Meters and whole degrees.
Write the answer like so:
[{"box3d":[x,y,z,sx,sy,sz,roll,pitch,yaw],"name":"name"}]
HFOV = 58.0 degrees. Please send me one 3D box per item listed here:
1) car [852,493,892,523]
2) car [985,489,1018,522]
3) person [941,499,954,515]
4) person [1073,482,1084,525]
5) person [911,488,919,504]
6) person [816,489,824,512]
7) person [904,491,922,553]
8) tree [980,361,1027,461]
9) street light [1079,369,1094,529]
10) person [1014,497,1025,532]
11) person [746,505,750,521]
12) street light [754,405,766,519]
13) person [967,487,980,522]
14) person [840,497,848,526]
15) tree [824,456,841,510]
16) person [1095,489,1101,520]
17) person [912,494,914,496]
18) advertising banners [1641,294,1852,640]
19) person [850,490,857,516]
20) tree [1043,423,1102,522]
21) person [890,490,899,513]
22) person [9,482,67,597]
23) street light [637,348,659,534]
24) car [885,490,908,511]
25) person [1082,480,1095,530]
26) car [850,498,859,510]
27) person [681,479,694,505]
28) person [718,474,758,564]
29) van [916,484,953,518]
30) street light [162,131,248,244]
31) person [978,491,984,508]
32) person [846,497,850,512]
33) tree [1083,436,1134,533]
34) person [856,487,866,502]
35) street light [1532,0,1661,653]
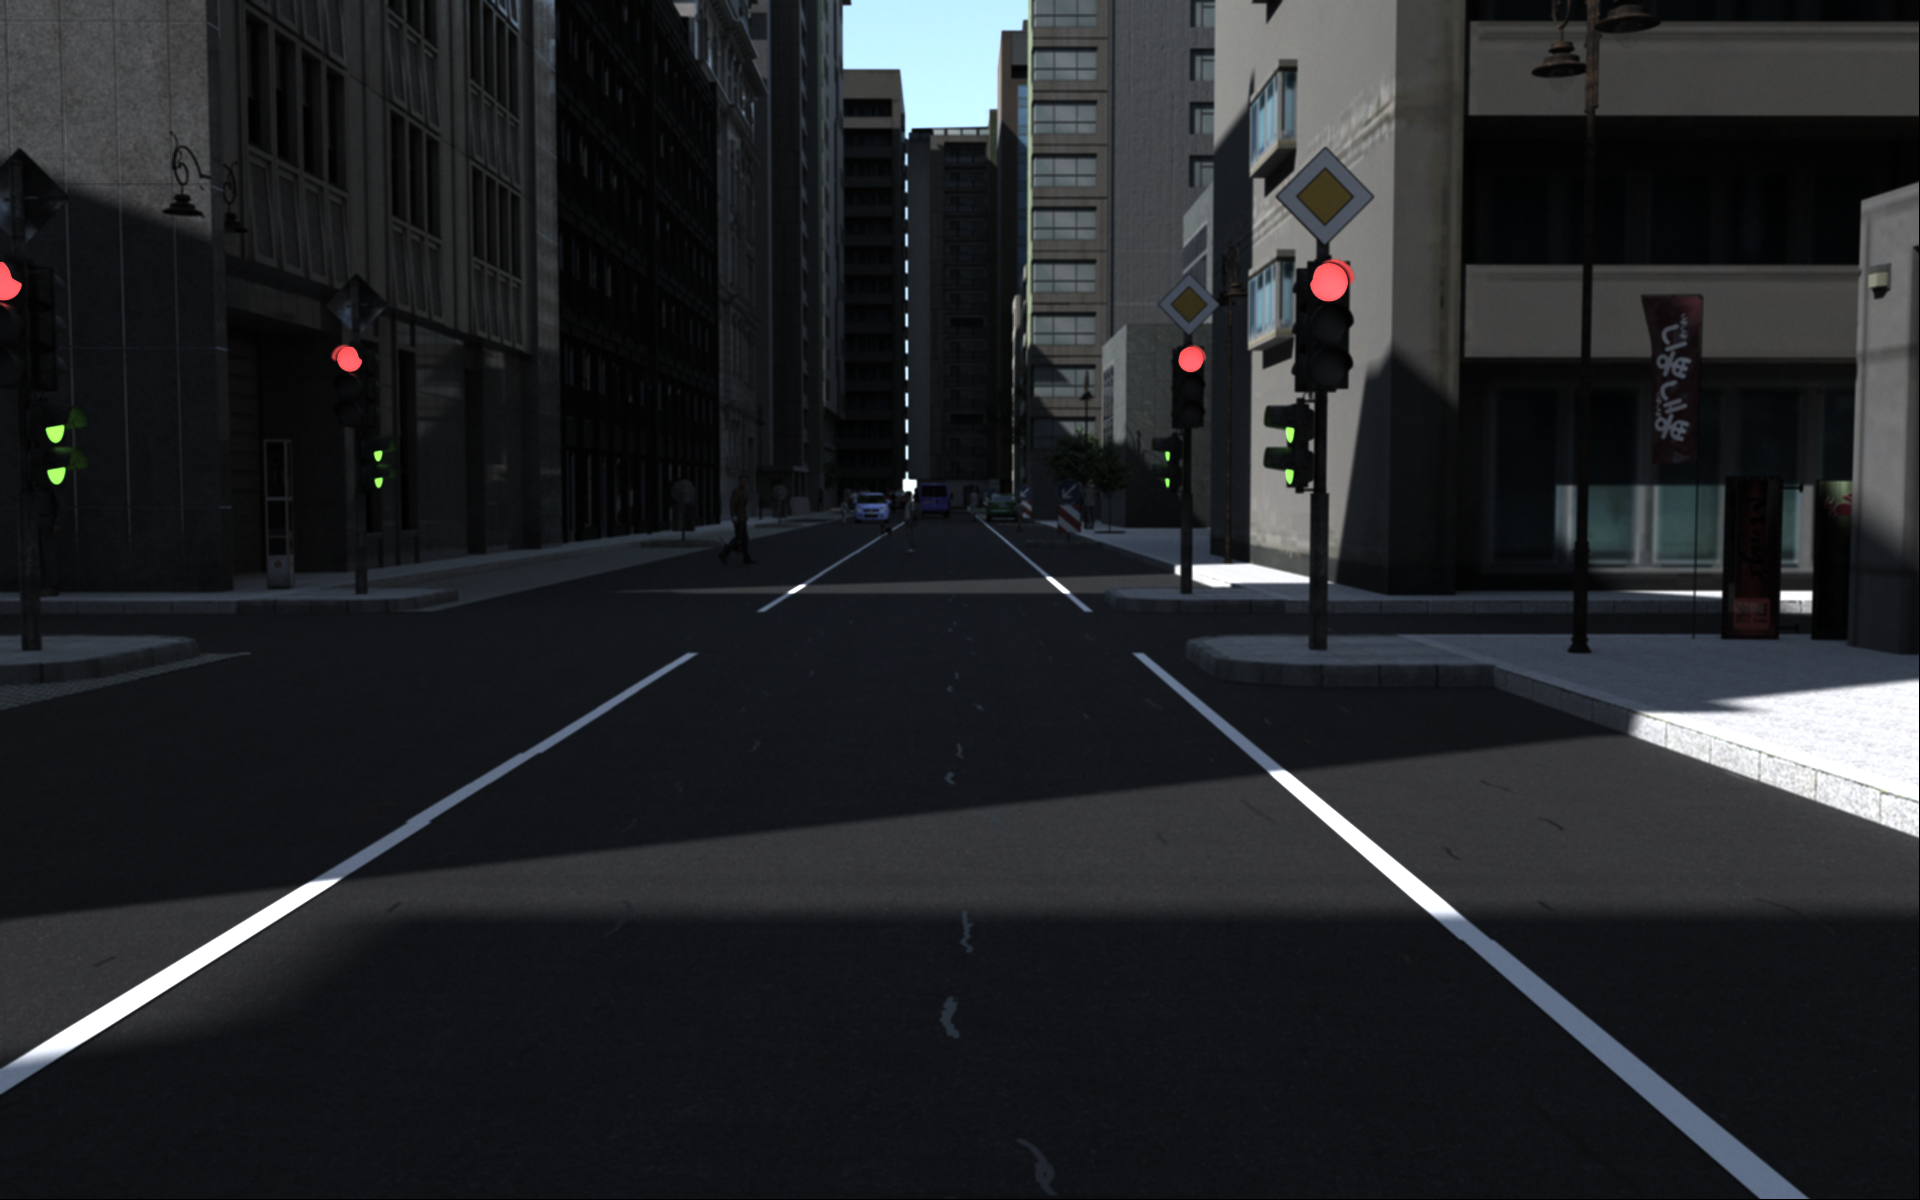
[{"box3d":[-4.371,-4.689,86.259,1.945,1.707,3.694,0,4,-1],"name":"car"},{"box3d":[2.279,-5.024,90.938,1.959,1.807,4.718,0,4,1],"name":"car"},{"box3d":[-1.083,-6.594,116.329,1.348,1.823,0.705,0,4,3],"name":"person"},{"box3d":[4.809,-3.940,70.888,0.534,1.772,0.576,0,4,3],"name":"person"},{"box3d":[-2.786,-6.131,108.709,0.705,1.831,1.348,2,4,26],"name":"person"},{"box3d":[-10.068,-7.135,124.175,0.593,1.643,0.415,0,4,3],"name":"person"},{"box3d":[-1.215,-1.928,42.619,0.503,1.515,0.523,3,5,42],"name":"person"},{"box3d":[5.135,-10.266,102.268,8.767,10.594,7.601,1,4,12],"name":"tree"},{"box3d":[4.681,-5.589,64.163,0.468,5.910,1.993,0,4,0],"name":"street light"},{"box3d":[2.224,-3.206,65.195,0.475,1.303,0.640,-2,4,-34],"name":"person"},{"box3d":[-9.901,-4.209,79.881,0.382,1.210,0.505,0,4,-3],"name":"person"},{"box3d":[-10.125,-7.035,87.816,0.468,5.910,1.993,0,4,0],"name":"street light"},{"box3d":[0.678,-4.904,89.038,0.624,1.780,0.694,-3,5,-41],"name":"person"},{"box3d":[-5.147,-3.928,76.999,0.425,1.301,0.394,2,4,24],"name":"person"},{"box3d":[-11.372,-9.736,142.901,4.285,4.588,4.351,0,3,0],"name":"tree"},{"box3d":[6.862,-4.710,83.034,0.713,1.824,0.794,-2,4,-33],"name":"person"},{"box3d":[-4.486,-10.117,174.594,1.217,1.739,0.721,0,4,0],"name":"person"},{"box3d":[7.012,-1.164,15.212,2.074,3.025,0.090,0,4,5],"name":"advertising banners"},{"box3d":[-6.905,-6.383,113.807,0.756,1.711,0.436,-1,4,-12],"name":"person"},{"box3d":[5.487,-5.909,80.321,4.285,4.588,4.351,0,3,0],"name":"tree"},{"box3d":[-5.051,-7.635,133.856,0.721,1.766,1.217,-2,4,-32],"name":"person"},{"box3d":[-11.599,-0.954,21.809,0.661,1.801,0.590,1,4,21],"name":"person"},{"box3d":[-9.905,-5.034,55.099,0.468,5.910,1.993,0,4,0],"name":"street light"},{"box3d":[-5.405,-8.320,144.699,2.281,1.827,5.304,0,4,-1],"name":"car"},{"box3d":[4.616,-3.439,62.450,0.537,1.800,0.526,-1,4,-16],"name":"person"},{"box3d":[-8.264,-7.827,137.762,2.009,1.686,4.222,0,4,0],"name":"car"},{"box3d":[-9.653,-3.406,61.755,0.581,1.822,0.654,3,5,40],"name":"person"},{"box3d":[-4.536,-1.654,35.452,0.836,1.842,0.656,-1,4,-19],"name":"person"},{"box3d":[-1.535,-6.089,103.945,2.240,2.365,5.245,0,4,-1],"name":"van"},{"box3d":[-9.768,-3.045,22.579,0.468,5.910,1.993,0,4,0],"name":"street light"},{"box3d":[1.952,-9.165,159.059,1.217,1.736,0.721,2,4,29],"name":"person"},{"box3d":[-8.217,-7.205,126.977,0.551,1.740,0.621,2,4,25],"name":"person"},{"box3d":[4.806,-3.809,56.881,1.663,3.219,1.824,0,3,0],"name":"tree"},{"box3d":[-5.349,-5.291,94.853,0.661,1.843,0.795,-1,4,-19],"name":"person"},{"box3d":[5.018,-2.512,13.853,0.468,5.910,1.993,0,4,0],"name":"street light"}]
